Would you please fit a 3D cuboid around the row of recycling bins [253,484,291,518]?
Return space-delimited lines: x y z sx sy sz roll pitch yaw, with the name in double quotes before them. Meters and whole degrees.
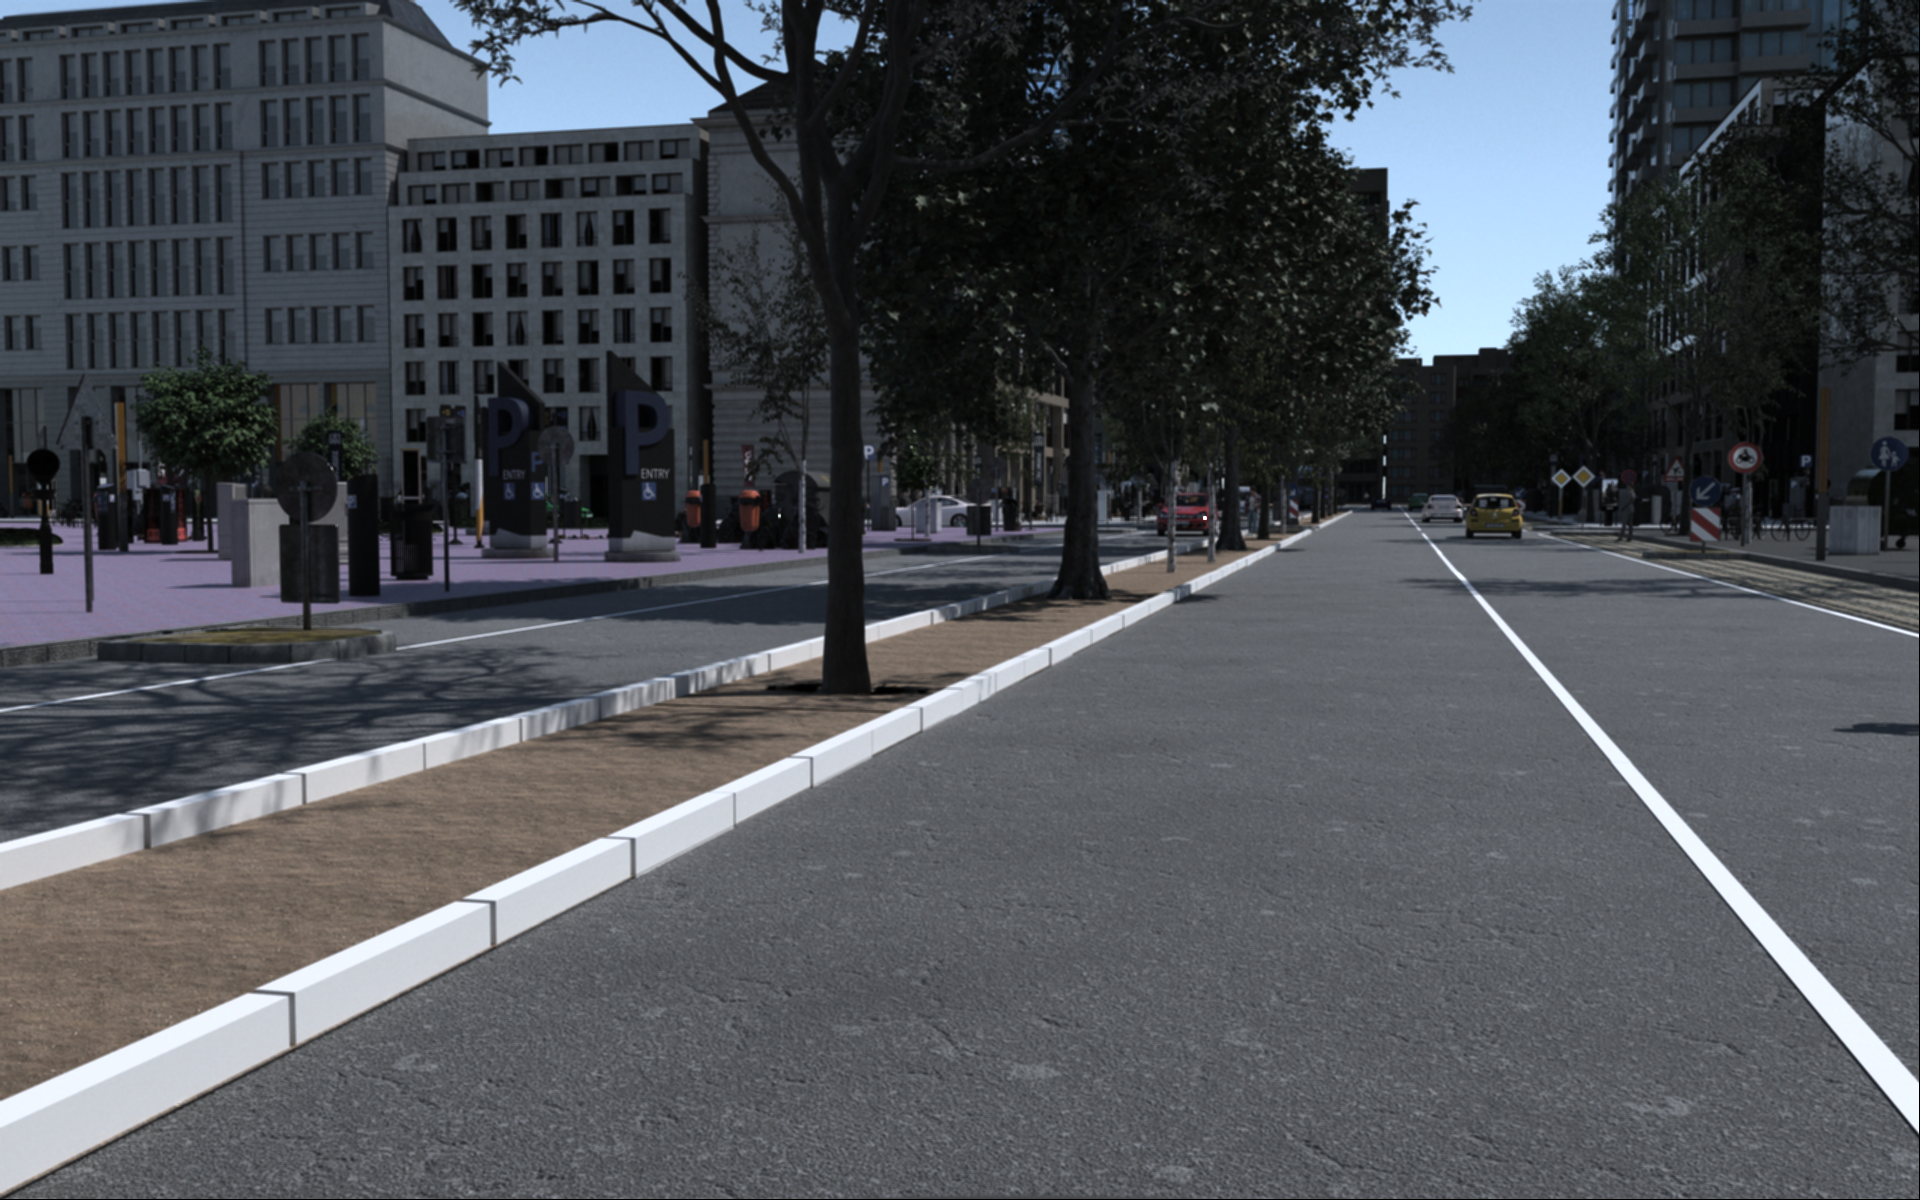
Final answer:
"row of recycling bins" -26.770 -3.854 70.128 3.534 1.692 1.069 -1 4 -10

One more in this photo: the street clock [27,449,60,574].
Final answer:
"street clock" -14.692 -1.421 27.805 0.471 2.002 0.358 -2 4 -27

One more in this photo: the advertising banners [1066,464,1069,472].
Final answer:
"advertising banners" 6.142 -5.506 86.215 2.074 3.025 0.090 2 4 35

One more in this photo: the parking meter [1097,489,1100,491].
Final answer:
"parking meter" 6.907 -4.674 84.828 0.372 1.533 0.369 0 3 0

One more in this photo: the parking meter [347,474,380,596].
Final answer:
"parking meter" -7.535 -0.823 21.875 0.372 1.533 0.369 0 3 0

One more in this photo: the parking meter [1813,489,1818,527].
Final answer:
"parking meter" 33.652 -3.635 67.851 0.372 1.533 0.369 0 3 0

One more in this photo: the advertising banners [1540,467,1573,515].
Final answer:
"advertising banners" 37.284 -6.858 108.312 2.074 3.025 0.090 0 4 -1

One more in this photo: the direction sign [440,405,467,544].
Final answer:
"direction sign" -12.914 -3.194 44.227 0.379 3.537 0.876 2 4 27

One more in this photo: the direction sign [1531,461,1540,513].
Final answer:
"direction sign" 39.230 -7.709 118.036 0.379 3.537 0.876 -1 4 -19

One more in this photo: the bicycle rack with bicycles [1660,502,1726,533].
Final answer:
"bicycle rack with bicycles" 24.557 -2.620 56.213 2.852 0.926 2.925 -1 4 -9

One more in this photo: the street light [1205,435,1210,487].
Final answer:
"street light" 16.824 -8.881 117.997 0.468 5.910 1.993 1 4 14

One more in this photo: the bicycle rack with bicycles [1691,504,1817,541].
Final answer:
"bicycle rack with bicycles" 22.447 -2.132 48.240 2.925 0.926 2.852 -3 4 -36

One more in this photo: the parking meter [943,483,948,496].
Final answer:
"parking meter" -0.857 -5.214 90.962 0.399 1.863 0.255 3 5 44

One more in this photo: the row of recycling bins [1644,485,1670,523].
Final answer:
"row of recycling bins" 30.944 -4.291 77.271 1.069 1.692 3.534 1 4 14

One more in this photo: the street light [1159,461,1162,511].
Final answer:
"street light" 11.047 -7.492 95.277 0.468 5.910 1.993 1 4 14

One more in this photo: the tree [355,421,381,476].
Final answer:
"tree" -23.040 -4.889 63.649 4.285 4.588 4.351 0 3 0

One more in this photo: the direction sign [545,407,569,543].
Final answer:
"direction sign" -10.573 -3.250 45.133 0.876 3.537 0.379 1 4 21

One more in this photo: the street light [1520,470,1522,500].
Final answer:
"street light" 37.952 -8.830 117.163 0.468 5.910 1.993 1 4 14

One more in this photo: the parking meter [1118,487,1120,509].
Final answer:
"parking meter" 13.691 -8.703 148.000 0.255 1.863 0.399 3 4 37

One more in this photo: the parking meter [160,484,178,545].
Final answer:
"parking meter" -20.027 -2.168 43.855 0.372 1.533 0.369 0 3 0

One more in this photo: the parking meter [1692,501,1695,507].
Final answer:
"parking meter" 36.569 -4.782 86.592 0.372 1.533 0.369 0 3 0

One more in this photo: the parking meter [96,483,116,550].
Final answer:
"parking meter" -19.603 -1.918 39.777 0.372 1.533 0.369 0 3 0

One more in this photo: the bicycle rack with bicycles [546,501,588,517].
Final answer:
"bicycle rack with bicycles" -20.110 -4.534 87.521 2.852 0.926 2.925 0 4 5

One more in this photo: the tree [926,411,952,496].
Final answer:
"tree" -1.261 -7.652 75.473 4.360 8.622 3.978 0 3 0

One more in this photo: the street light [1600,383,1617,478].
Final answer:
"street light" 26.427 -5.989 70.713 0.468 5.910 1.993 1 4 14

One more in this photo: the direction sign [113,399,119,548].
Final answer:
"direction sign" -20.205 -3.027 41.493 0.379 3.537 0.876 -2 4 -28

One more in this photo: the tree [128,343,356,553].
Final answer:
"tree" -16.473 -3.322 38.033 4.285 4.588 4.351 0 3 0

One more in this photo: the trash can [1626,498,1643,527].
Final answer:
"trash can" 26.709 -3.488 68.681 0.748 1.137 0.748 0 3 0

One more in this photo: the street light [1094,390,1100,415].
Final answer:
"street light" 5.525 -6.098 72.495 0.468 5.910 1.993 1 4 14

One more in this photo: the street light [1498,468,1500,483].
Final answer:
"street light" 43.554 -10.223 139.926 0.468 5.910 1.993 1 4 14

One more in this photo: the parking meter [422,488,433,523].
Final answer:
"parking meter" -20.714 -3.608 67.397 0.372 1.533 0.369 0 3 0

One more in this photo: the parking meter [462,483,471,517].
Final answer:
"parking meter" -25.232 -5.060 88.447 0.255 1.863 0.399 3 4 38

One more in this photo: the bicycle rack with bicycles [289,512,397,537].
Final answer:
"bicycle rack with bicycles" -18.269 -2.267 50.443 2.925 0.926 2.852 0 4 4

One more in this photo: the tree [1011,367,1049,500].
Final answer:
"tree" 2.745 -8.426 88.122 4.737 8.622 4.395 0 3 0

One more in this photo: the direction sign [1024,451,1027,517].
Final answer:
"direction sign" 3.485 -6.093 91.612 0.379 3.537 0.876 0 4 -4

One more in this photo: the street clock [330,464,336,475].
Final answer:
"street clock" -15.062 -2.242 41.232 0.471 2.002 0.358 3 5 42

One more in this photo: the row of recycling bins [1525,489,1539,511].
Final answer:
"row of recycling bins" 42.948 -7.488 129.536 1.069 1.692 3.534 1 4 11

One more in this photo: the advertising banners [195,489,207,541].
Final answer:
"advertising banners" -20.940 -3.077 46.503 0.090 3.025 2.074 1 4 12

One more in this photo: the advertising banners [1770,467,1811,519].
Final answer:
"advertising banners" 42.272 -5.618 88.038 2.074 3.025 0.090 0 4 3

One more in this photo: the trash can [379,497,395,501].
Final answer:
"trash can" -26.567 -4.200 80.330 0.748 1.137 0.748 0 3 0

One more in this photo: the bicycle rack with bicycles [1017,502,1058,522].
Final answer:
"bicycle rack with bicycles" 3.398 -4.008 78.905 2.852 0.926 2.925 0 4 4

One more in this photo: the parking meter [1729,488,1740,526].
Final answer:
"parking meter" 30.766 -3.692 68.776 0.372 1.533 0.369 0 3 0

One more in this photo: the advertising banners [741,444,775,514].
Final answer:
"advertising banners" -6.906 -4.013 61.796 2.074 3.025 0.090 -3 4 -38

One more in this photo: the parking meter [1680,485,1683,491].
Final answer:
"parking meter" 45.252 -6.280 108.383 0.255 1.863 0.399 0 4 5

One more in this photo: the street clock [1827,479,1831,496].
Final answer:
"street clock" 40.274 -4.655 80.675 0.471 2.002 0.358 2 4 29

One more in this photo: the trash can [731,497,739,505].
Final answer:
"trash can" -18.438 -8.129 144.567 0.748 1.137 0.748 0 3 0

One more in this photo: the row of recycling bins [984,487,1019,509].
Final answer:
"row of recycling bins" 1.911 -5.367 94.869 1.069 1.692 3.534 3 5 42

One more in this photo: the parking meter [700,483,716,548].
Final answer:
"parking meter" -5.990 -2.005 41.188 0.372 1.533 0.369 0 3 0

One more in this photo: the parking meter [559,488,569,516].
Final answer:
"parking meter" -16.098 -3.792 70.418 0.372 1.533 0.369 0 3 0

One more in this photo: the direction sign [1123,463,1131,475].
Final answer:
"direction sign" 12.081 -8.107 124.541 0.876 3.537 0.379 2 4 35

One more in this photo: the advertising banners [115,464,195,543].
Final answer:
"advertising banners" -21.101 -2.996 45.165 2.074 3.025 0.090 0 4 1

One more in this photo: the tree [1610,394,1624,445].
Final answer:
"tree" 44.611 -9.981 113.552 4.360 8.622 3.978 0 3 0

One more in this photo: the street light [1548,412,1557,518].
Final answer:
"street light" 32.107 -7.407 93.886 0.468 5.910 1.993 1 4 14

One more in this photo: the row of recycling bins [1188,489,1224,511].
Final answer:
"row of recycling bins" 19.084 -7.722 133.364 3.534 1.692 1.069 3 5 39

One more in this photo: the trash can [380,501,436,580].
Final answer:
"trash can" -8.221 -0.875 25.955 0.748 1.137 0.748 0 3 0

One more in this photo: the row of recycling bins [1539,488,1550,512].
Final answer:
"row of recycling bins" 42.930 -7.214 125.069 1.069 1.692 3.534 1 4 8

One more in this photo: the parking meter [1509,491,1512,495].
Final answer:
"parking meter" 42.010 -7.554 131.926 0.372 1.533 0.369 0 3 0
